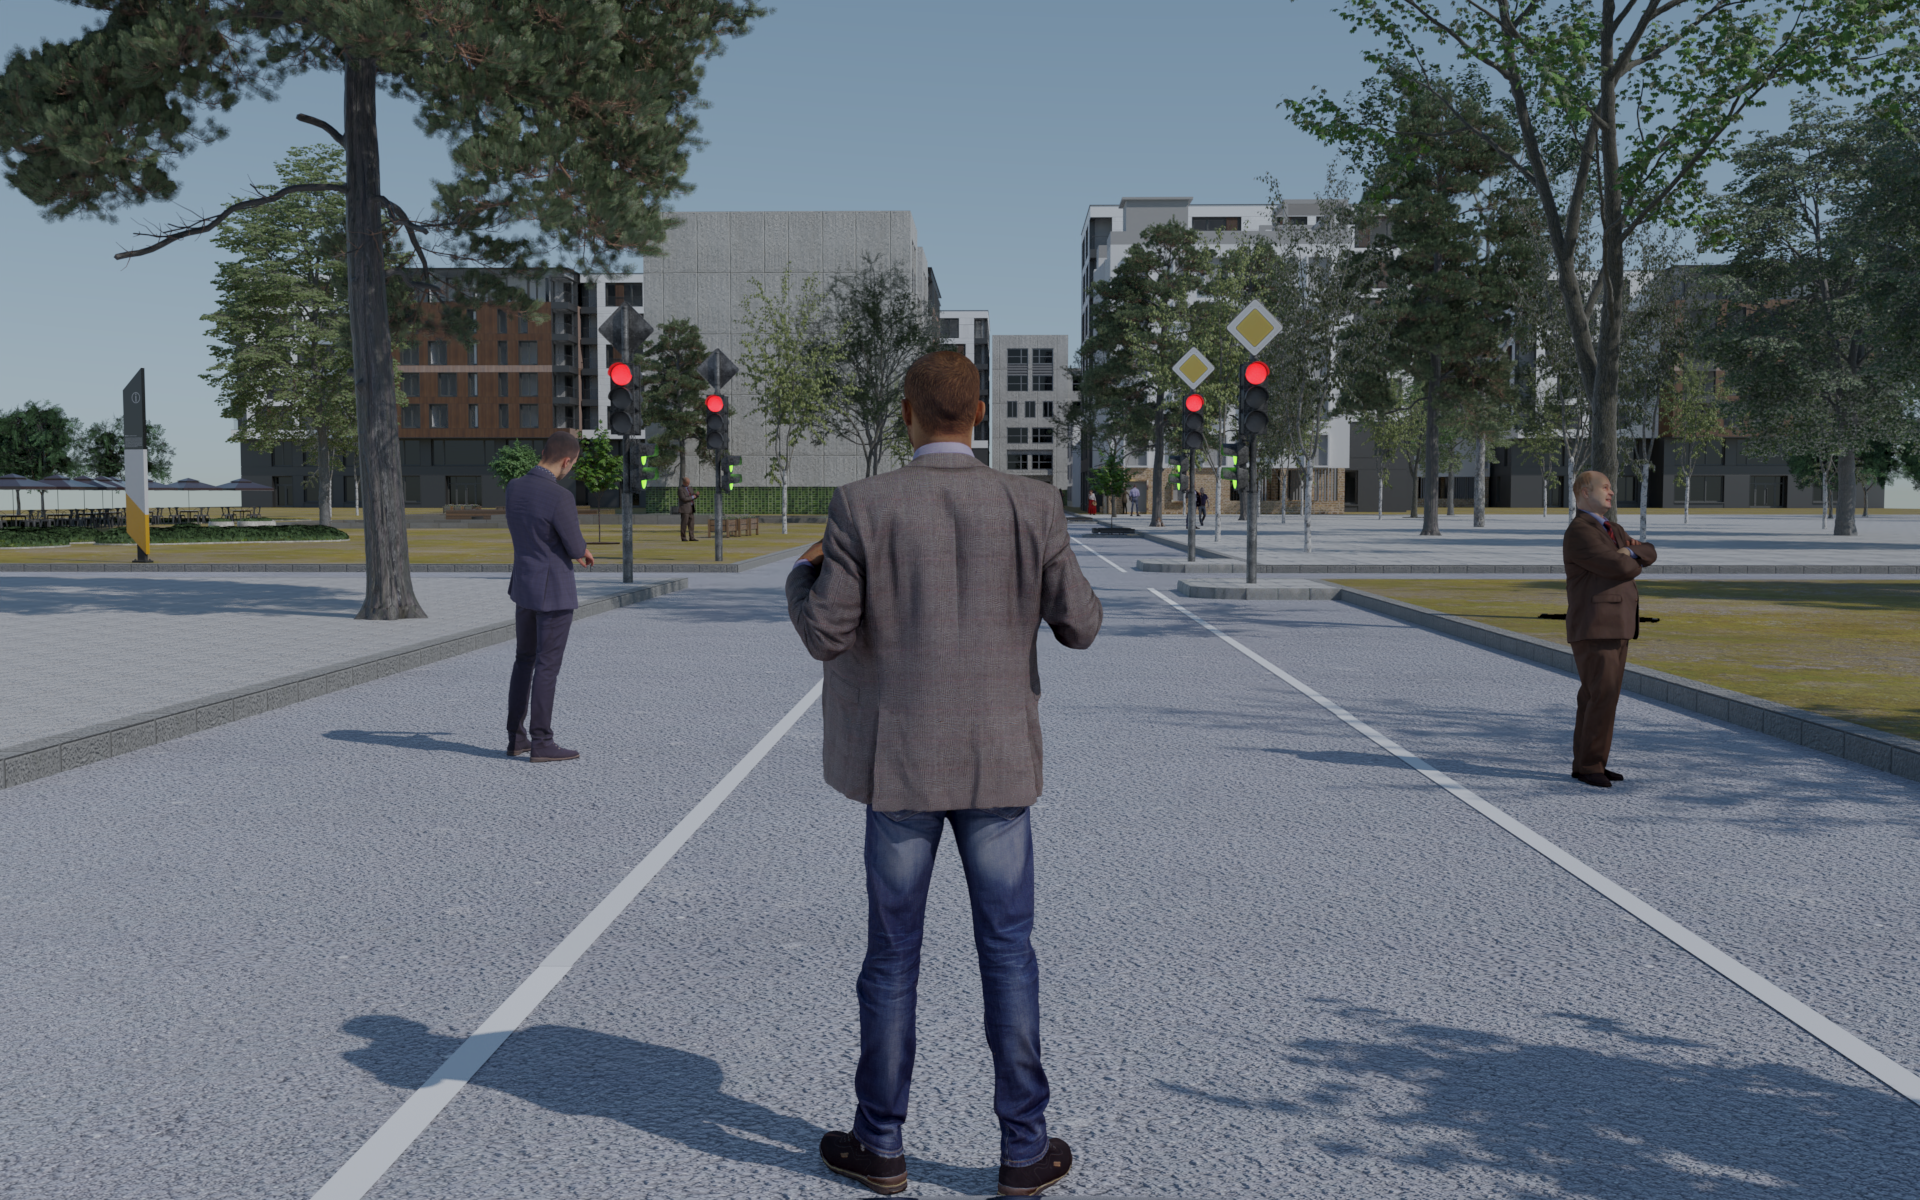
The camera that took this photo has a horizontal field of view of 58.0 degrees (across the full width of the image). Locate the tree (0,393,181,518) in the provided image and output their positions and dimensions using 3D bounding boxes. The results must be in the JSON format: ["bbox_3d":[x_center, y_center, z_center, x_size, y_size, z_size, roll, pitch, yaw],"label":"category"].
[{"bbox_3d":[-52.698,-8.164,96.387,11.467,7.101,20.602,0,4,2],"label":"tree"}]

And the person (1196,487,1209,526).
[{"bbox_3d":[9.865,-3.790,70.220,0.569,1.553,0.471,2,4,24],"label":"person"}]

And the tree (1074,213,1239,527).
[{"bbox_3d":[7.789,-8.911,67.757,6.751,12.117,7.091,0,3,0],"label":"tree"}]

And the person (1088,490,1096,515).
[{"bbox_3d":[8.013,-5.908,105.111,0.523,1.526,0.387,0,4,-7],"label":"person"}]

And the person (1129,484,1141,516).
[{"bbox_3d":[10.119,-5.759,100.077,0.709,1.838,0.599,1,4,13],"label":"person"}]

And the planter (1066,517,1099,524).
[{"bbox_3d":[5.729,-3.871,84.437,1.991,0.319,1.994,0,4,1],"label":"planter"}]

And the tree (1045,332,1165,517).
[{"bbox_3d":[8.154,-9.809,94.793,7.601,10.594,8.767,-1,4,-18],"label":"tree"}]

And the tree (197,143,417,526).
[{"bbox_3d":[-21.079,-8.455,56.364,7.486,12.596,7.792,0,3,0],"label":"tree"}]

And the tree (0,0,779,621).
[{"bbox_3d":[-6.198,-6.733,17.502,7.806,13.903,7.818,0,3,0],"label":"tree"}]

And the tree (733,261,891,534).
[{"bbox_3d":[-5.496,-6.451,55.830,4.737,8.622,4.395,0,3,0],"label":"tree"}]

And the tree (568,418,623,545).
[{"bbox_3d":[-9.126,-3.035,44.227,1.663,3.219,1.824,0,3,0],"label":"tree"}]

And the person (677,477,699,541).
[{"bbox_3d":[-7.319,-2.452,46.818,0.600,1.739,0.565,0,4,5],"label":"person"}]

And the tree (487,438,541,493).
[{"bbox_3d":[-25.872,-7.187,101.220,4.285,4.588,4.351,0,3,0],"label":"tree"}]

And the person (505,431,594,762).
[{"bbox_3d":[-2.211,-0.030,9.436,0.683,1.767,0.568,2,4,35],"label":"person"}]

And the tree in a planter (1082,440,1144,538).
[{"bbox_3d":[5.044,-3.681,57.413,1.991,3.239,1.994,0,4,1],"label":"tree in a planter"}]

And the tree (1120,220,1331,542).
[{"bbox_3d":[6.739,-5.875,46.424,4.737,8.622,4.395,0,3,0],"label":"tree"}]

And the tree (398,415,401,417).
[{"bbox_3d":[-35.867,-9.367,103.507,4.360,8.622,3.978,0,3,0],"label":"tree"}]

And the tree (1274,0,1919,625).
[{"bbox_3d":[6.326,-5.595,17.233,9.928,11.665,9.643,0,3,0],"label":"tree"}]

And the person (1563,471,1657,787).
[{"bbox_3d":[3.227,0.130,8.638,0.482,1.546,0.388,-3,5,-44],"label":"person"}]

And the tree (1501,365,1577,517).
[{"bbox_3d":[32.131,-8.872,95.414,4.737,8.622,4.395,0,3,0],"label":"tree"}]

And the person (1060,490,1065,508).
[{"bbox_3d":[9.625,-9.525,163.253,0.593,1.643,0.415,0,4,-7],"label":"person"}]

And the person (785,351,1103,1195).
[{"bbox_3d":[-0.037,0.348,3.630,0.655,1.722,0.431,0,4,-3],"label":"person"}]

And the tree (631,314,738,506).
[{"bbox_3d":[-16.902,-11.200,105.176,6.751,12.117,7.091,0,3,0],"label":"tree"}]

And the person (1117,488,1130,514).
[{"bbox_3d":[10.353,-6.281,109.451,1.217,1.735,0.721,-3,5,-43],"label":"person"}]

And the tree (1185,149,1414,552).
[{"bbox_3d":[7.759,-5.364,38.072,4.360,8.622,3.978,0,3,0],"label":"tree"}]

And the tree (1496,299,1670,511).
[{"bbox_3d":[29.497,-9.064,82.603,8.767,10.594,7.601,2,4,26],"label":"tree"}]

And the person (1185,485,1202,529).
[{"bbox_3d":[8.526,-3.449,63.262,0.655,1.722,0.431,-3,4,-36],"label":"person"}]

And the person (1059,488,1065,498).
[{"bbox_3d":[10.264,-10.508,177.485,1.348,1.869,0.705,-3,4,-38],"label":"person"}]

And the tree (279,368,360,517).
[{"bbox_3d":[-35.161,-8.904,95.950,4.360,8.622,3.978,0,3,0],"label":"tree"}]

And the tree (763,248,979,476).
[{"bbox_3d":[-4.199,-10.737,85.922,12.009,13.543,11.850,0,3,0],"label":"tree"}]

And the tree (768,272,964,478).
[{"bbox_3d":[-3.995,-8.517,73.666,8.767,10.594,7.601,-1,4,-18],"label":"tree"}]

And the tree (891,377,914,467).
[{"bbox_3d":[-3.287,-9.368,103.537,4.737,8.622,4.395,0,3,0],"label":"tree"}]
